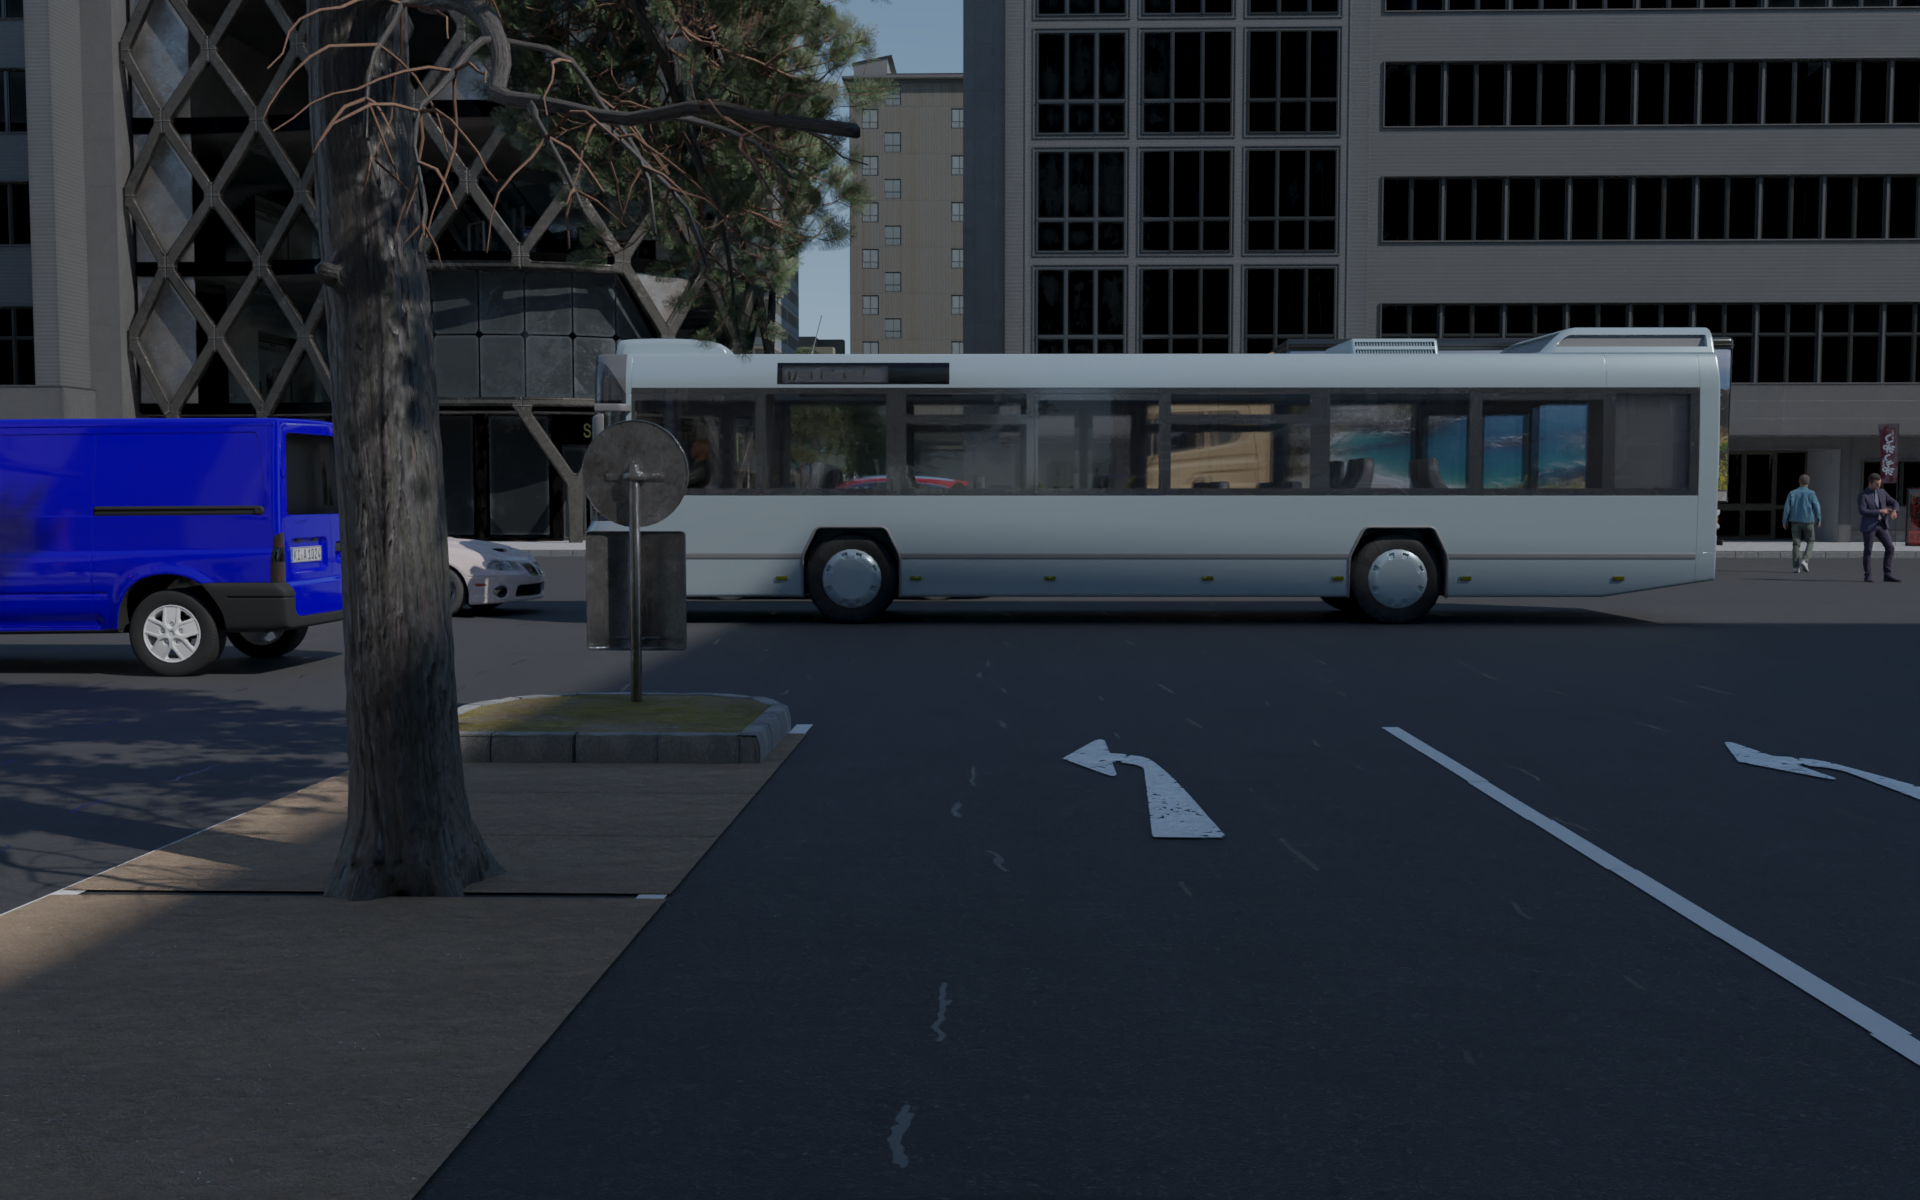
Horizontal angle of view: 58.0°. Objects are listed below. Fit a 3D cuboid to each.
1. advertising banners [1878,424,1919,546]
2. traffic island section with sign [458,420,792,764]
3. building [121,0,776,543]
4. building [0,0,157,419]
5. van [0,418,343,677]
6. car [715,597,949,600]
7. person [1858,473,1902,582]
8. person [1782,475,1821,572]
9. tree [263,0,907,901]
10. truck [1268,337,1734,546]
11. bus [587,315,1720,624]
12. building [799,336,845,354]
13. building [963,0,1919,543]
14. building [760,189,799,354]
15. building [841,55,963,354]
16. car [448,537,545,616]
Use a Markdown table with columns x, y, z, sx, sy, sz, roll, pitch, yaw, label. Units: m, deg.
| x | y | z | sx | sy | sz | roll | pitch | yaw | label |
| --- | --- | --- | --- | --- | --- | --- | --- | --- | --- |
| 23.568 | -2.838 | 42.585 | 0.090 | 3.025 | 2.074 | -2 | 4 | -35 | advertising banners |
| -2.028 | -0.120 | 10.106 | 2.006 | 1.907 | 1.989 | 0 | 4 | 2 | traffic island section with sign |
| -13.932 | -11.345 | 52.949 | 16.811 | 18.784 | 16.820 | 0 | 4 | 2 | building |
| -37.394 | -14.259 | 52.194 | 30.058 | 24.678 | 14.314 | 0 | 4 | 2 | building |
| -7.766 | -0.616 | 14.452 | 5.245 | 2.365 | 2.240 | 0 | 4 | 2 | van |
| -1.760 | -0.758 | 24.190 | 4.920 | 1.459 | 2.131 | 0 | 4 | 1 | car |
| 14.942 | -1.170 | 28.070 | 0.683 | 1.767 | 0.568 | -1 | 4 | -11 | person |
| 15.316 | -1.386 | 31.512 | 0.601 | 1.785 | 0.444 | 3 | 4 | 37 | person |
| -2.114 | -4.985 | 6.011 | 6.751 | 12.117 | 7.091 | 0 | 3 | 0 | tree |
| 8.220 | -2.661 | 32.428 | 11.283 | 4.237 | 2.839 | 0 | 4 | 3 | truck |
| 1.636 | -1.545 | 20.122 | 13.247 | 3.499 | 2.948 | 0 | 4 | 0 | bus |
| -28.936 | -22.794 | 217.725 | 28.899 | 21.520 | 27.650 | 0 | 4 | 2 | building |
| 15.141 | -14.188 | 51.046 | 30.058 | 24.678 | 14.314 | 0 | 4 | 2 | building |
| -26.245 | -28.009 | 149.822 | 23.993 | 40.220 | 32.217 | 0 | 4 | 2 | building |
| 0.356 | -38.386 | 216.845 | 27.495 | 52.752 | 28.713 | 0 | 4 | 2 | building |
| -7.461 | -0.526 | 20.961 | 4.827 | 1.381 | 2.083 | 0 | 4 | 3 | car |
